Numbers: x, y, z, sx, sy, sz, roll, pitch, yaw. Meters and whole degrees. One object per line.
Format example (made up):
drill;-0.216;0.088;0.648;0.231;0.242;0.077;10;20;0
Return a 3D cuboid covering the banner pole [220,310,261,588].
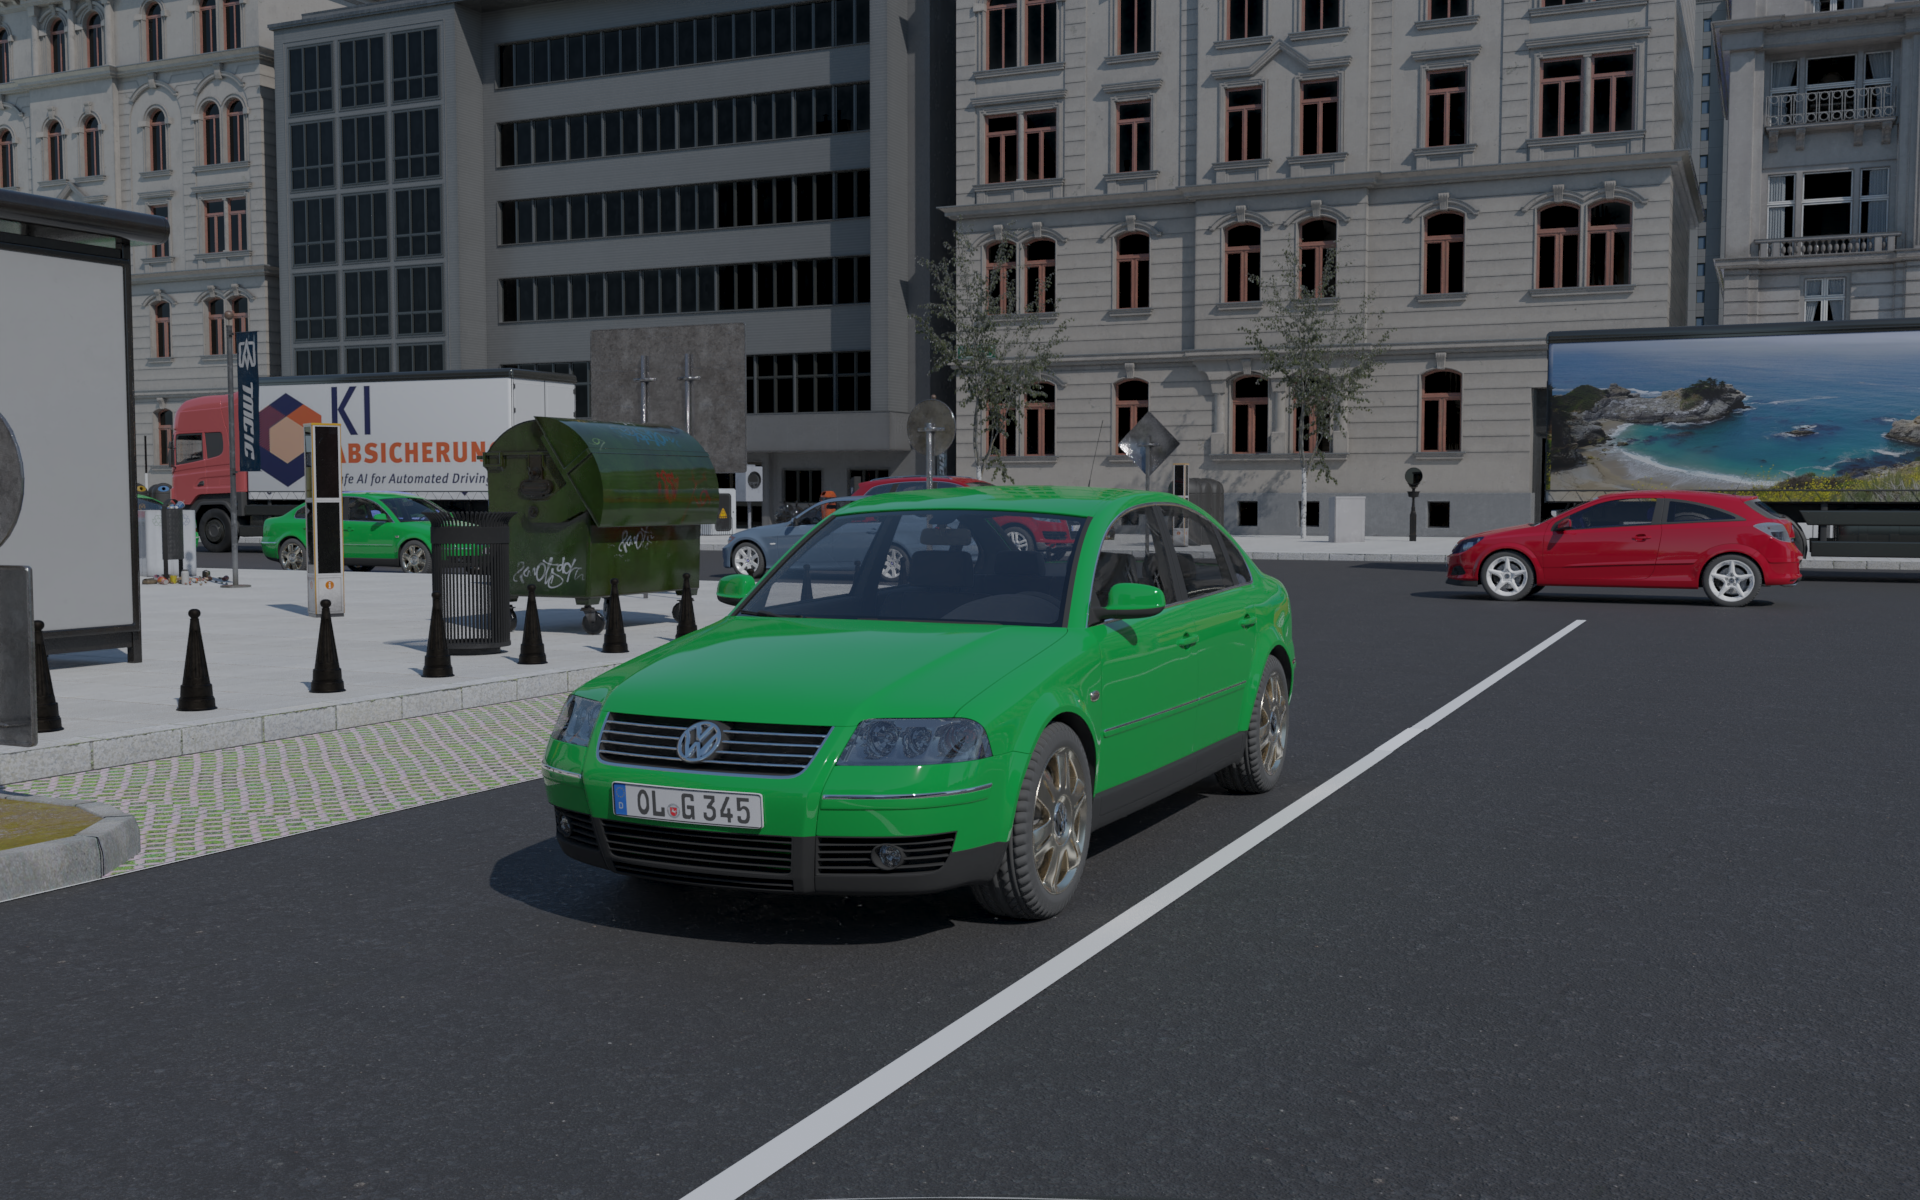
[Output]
banner pole;-9.778;-2.054;23.599;0.863;3.779;0.401;2;4;34

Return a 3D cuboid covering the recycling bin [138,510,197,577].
recycling bin;-12.438;-0.893;27.153;0.722;1.027;0.722;-3;4;-36

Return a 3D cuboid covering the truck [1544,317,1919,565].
truck;15.666;-2.425;28.560;11.283;4.237;2.839;2;4;25

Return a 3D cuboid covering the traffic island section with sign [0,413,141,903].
traffic island section with sign;-4.278;0.137;6.393;1.989;1.847;2.006;2;4;25

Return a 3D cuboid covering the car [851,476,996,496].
car;0.012;-1.688;36.274;5.304;1.827;2.281;2;4;25

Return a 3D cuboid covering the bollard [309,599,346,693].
bollard;-4.109;0.294;11.236;0.229;0.601;0.229;0;3;0

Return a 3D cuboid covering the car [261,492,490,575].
car;-10.054;-1.321;30.393;4.718;1.807;1.959;2;4;25

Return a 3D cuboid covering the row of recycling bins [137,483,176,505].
row of recycling bins;-33.427;-3.921;71.228;3.534;1.692;1.069;-3;5;-43

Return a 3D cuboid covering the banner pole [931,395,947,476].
banner pole;-0.540;-3.271;43.497;0.401;3.779;0.863;-2;4;-33

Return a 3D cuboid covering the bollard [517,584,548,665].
bollard;-3.237;0.180;13.099;0.229;0.601;0.229;0;3;0

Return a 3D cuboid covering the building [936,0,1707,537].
building;12.449;-16.569;58.300;23.554;28.519;14.401;2;4;25

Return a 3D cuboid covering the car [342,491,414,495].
car;-11.553;-1.558;35.065;3.694;1.707;1.945;2;4;27

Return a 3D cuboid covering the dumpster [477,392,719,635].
dumpster;-3.460;-0.863;16.609;1.502;2.255;1.985;2;4;25

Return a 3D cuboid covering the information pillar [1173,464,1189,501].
information pillar;5.335;-2.284;41.839;0.304;2.012;0.304;2;4;26

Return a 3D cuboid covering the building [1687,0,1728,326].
building;80.142;-40.652;206.665;28.212;58.520;21.231;2;4;25

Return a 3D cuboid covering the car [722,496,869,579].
car;-1.891;-1.063;29.385;4.499;1.417;2.014;2;4;25

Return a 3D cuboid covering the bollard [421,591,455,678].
bollard;-3.674;0.237;12.169;0.229;0.601;0.229;0;3;0

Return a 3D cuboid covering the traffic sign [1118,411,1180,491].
traffic sign;2.284;-1.067;21.082;0.795;2.450;0.064;2;4;25

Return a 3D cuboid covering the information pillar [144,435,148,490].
information pillar;-32.586;-4.771;69.358;0.183;3.616;0.504;-2;4;-27

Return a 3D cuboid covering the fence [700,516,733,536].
fence;-6.806;-1.891;46.299;0.278;0.683;2.069;3;4;39

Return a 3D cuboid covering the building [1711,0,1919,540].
building;34.288;-12.649;48.609;24.055;21.916;13.314;2;4;25

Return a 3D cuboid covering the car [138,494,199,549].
car;-17.429;-1.582;34.662;4.718;1.807;1.959;2;4;26

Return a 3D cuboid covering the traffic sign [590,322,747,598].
traffic sign;-3.570;-1.662;21.044;2.265;3.308;0.079;2;4;26

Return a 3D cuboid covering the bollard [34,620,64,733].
bollard;-4.984;0.408;9.371;0.229;0.601;0.229;0;3;0

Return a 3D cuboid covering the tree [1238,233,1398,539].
tree;10.105;-6.063;49.489;4.360;8.622;3.978;0;3;0

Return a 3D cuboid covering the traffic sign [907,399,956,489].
traffic sign;-0.410;-1.418;23.288;0.768;2.556;0.104;2;4;30

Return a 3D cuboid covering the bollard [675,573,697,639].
bollard;-2.361;0.066;14.966;0.229;0.601;0.229;0;3;0

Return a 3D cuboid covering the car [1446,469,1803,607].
car;8.846;-0.872;23.299;4.494;1.783;2.155;2;4;26

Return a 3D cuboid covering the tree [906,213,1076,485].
tree;0.748;-5.865;46.260;4.360;8.622;3.978;0;3;0

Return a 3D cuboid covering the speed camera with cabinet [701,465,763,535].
speed camera with cabinet;-7.151;-3.666;54.274;0.660;3.252;2.038;3;5;45

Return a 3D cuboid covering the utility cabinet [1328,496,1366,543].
utility cabinet;10.254;-2.127;45.932;1.020;1.237;0.306;-2;4;-28

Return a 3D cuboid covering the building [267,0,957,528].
building;-12.234;-15.397;70.803;30.058;24.678;14.314;2;4;25

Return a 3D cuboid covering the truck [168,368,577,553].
truck;-14.601;-3.237;41.838;11.283;4.237;2.839;2;4;23

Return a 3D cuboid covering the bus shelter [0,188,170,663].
bus shelter;-8.742;-1.948;9.481;2.179;5.291;8.768;2;4;25

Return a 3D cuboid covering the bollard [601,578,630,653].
bollard;-2.798;0.123;14.036;0.229;0.601;0.229;0;3;0

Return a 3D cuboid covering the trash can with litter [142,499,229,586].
trash can with litter;-11.233;-0.872;25.321;1.678;1.210;2.233;0;4;-1

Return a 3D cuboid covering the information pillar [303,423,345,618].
information pillar;-6.638;-0.831;18.082;0.304;2.012;0.304;-3;4;-36

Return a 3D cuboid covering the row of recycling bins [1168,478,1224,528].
row of recycling bins;6.102;-2.279;44.368;1.069;1.692;3.534;1;4;20

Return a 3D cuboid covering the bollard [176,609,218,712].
bollard;-4.546;0.351;10.300;0.229;0.601;0.229;0;3;0

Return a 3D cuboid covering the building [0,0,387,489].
building;-36.417;-18.033;82.230;23.554;28.519;14.401;2;4;25

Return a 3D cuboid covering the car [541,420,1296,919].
car;0.143;0.084;7.429;1.959;1.807;4.718;2;4;25

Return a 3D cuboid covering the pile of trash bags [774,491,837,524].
pile of trash bags;-4.524;-2.669;53.390;1.912;1.369;3.447;-2;4;-25

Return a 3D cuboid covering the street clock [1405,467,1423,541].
street clock;12.306;-2.596;47.011;0.471;2.002;0.358;1;4;16

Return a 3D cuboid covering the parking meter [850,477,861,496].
parking meter;-3.495;-3.193;57.925;0.255;1.863;0.399;-2;4;-26

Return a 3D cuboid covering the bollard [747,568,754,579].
bollard;-1.921;0.008;15.904;0.229;0.601;0.229;0;3;0

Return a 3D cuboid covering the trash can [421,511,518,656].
trash can;-3.935;-0.140;13.935;0.748;1.137;0.748;0;3;0
